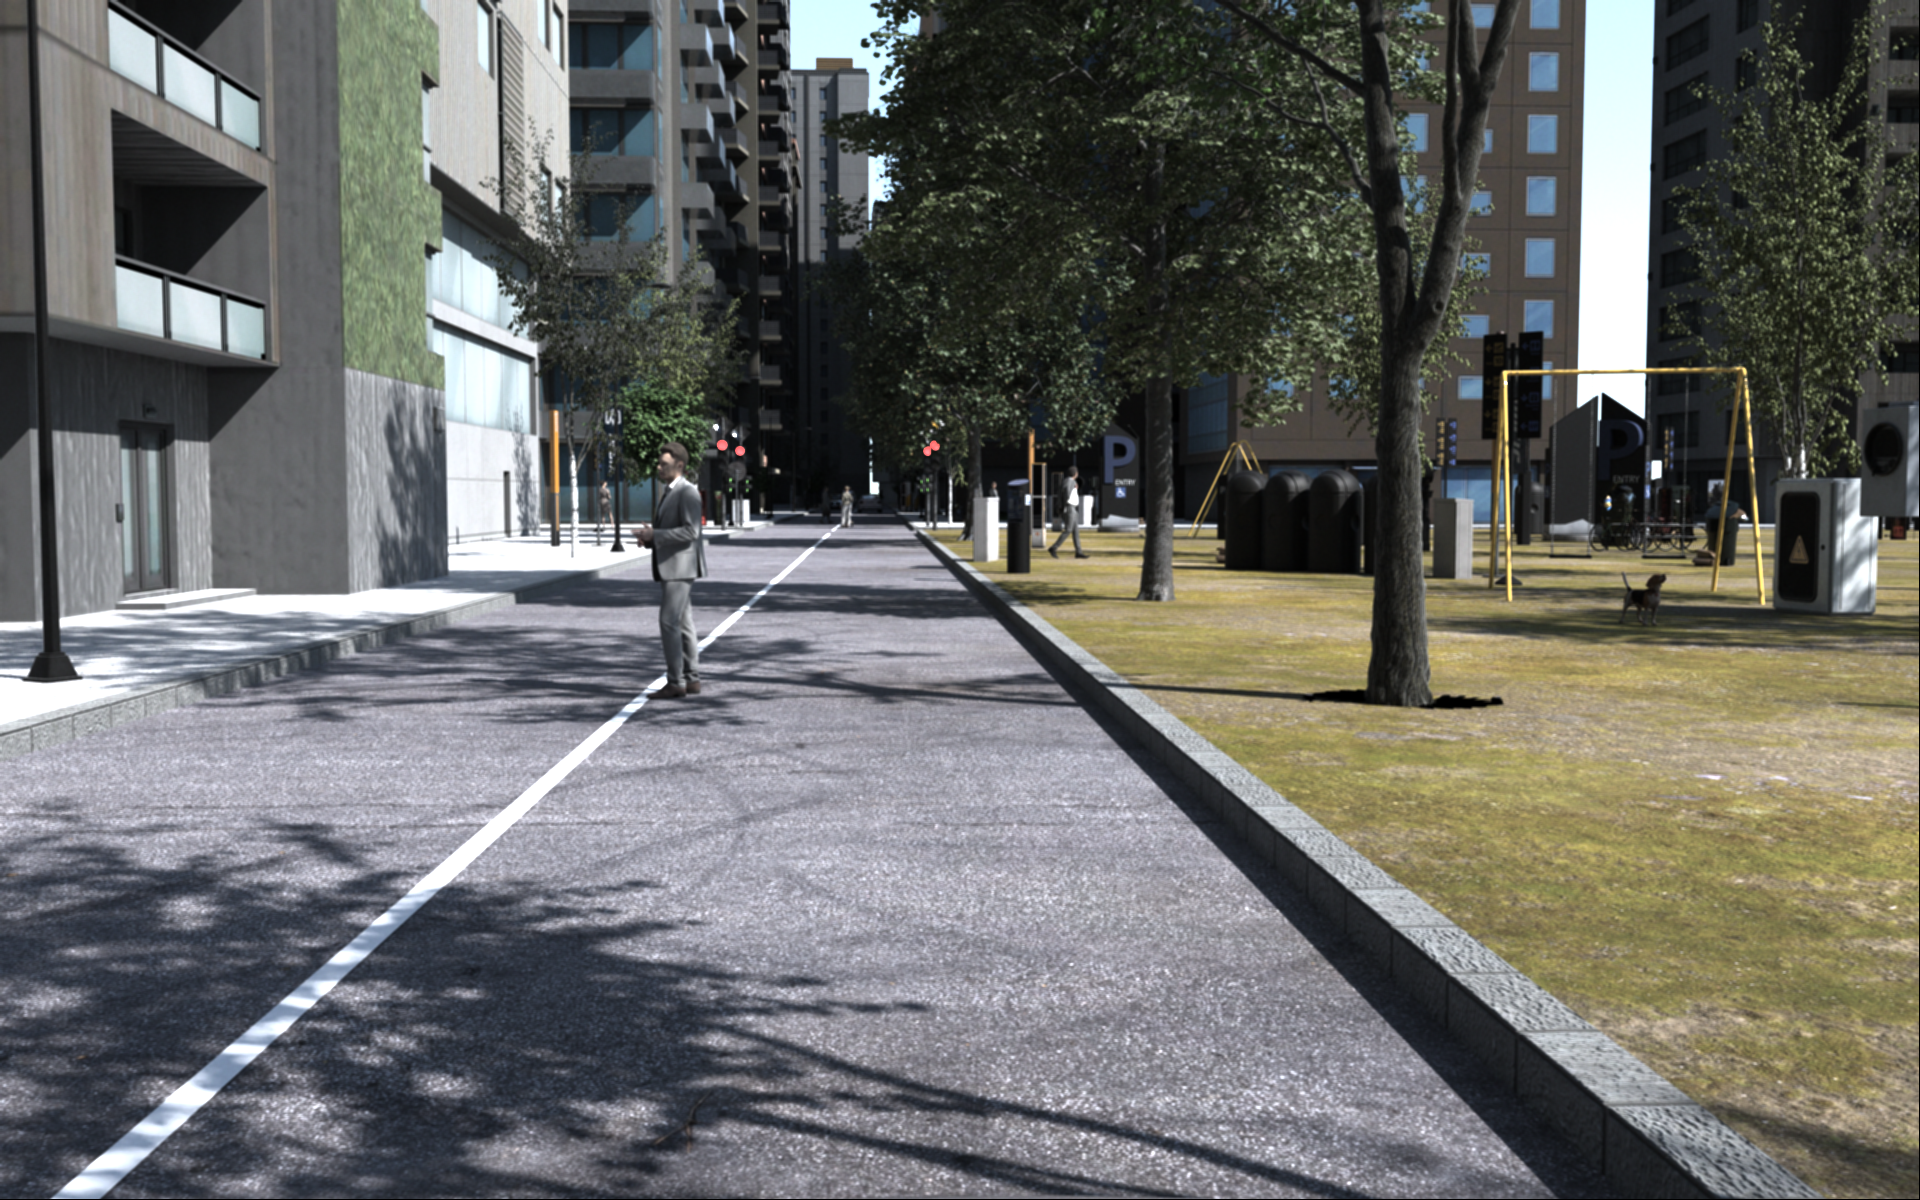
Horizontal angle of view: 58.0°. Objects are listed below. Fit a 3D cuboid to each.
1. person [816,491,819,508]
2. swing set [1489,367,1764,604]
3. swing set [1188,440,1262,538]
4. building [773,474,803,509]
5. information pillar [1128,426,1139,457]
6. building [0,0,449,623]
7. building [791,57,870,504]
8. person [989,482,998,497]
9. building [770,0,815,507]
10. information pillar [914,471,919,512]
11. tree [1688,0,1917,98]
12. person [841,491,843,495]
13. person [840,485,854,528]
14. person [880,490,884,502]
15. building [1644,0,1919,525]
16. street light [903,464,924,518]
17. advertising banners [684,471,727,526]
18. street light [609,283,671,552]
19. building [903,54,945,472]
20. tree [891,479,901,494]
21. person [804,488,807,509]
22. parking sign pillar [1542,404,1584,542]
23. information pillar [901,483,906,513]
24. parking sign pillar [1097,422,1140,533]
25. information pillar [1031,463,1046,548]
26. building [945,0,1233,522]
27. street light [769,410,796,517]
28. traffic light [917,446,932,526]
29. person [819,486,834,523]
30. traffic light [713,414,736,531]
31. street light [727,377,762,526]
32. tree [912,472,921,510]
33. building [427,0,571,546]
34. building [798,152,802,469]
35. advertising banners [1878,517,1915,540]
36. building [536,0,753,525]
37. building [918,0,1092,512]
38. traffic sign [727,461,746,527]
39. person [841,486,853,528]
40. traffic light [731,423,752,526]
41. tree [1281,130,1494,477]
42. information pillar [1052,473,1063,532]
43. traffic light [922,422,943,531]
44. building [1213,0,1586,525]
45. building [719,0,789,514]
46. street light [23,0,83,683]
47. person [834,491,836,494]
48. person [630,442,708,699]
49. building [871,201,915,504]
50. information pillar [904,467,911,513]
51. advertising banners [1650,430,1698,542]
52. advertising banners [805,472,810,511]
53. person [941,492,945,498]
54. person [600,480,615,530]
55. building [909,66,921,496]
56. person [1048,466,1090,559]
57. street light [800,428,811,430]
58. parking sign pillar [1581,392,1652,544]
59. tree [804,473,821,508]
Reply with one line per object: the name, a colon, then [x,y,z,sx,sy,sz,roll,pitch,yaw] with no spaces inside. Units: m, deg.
person: [-13.586,-9.723,165.020,0.705,1.822,1.348,0,4,-5]
swing set: [8.390,-1.474,21.727,3.119,2.851,2.862,1,4,13]
swing set: [8.317,-3.309,51.714,2.862,2.851,3.119,0,4,5]
building: [-30.587,-28.333,155.132,32.217,40.220,23.993,0,4,-3]
information pillar: [5.905,-4.146,59.148,0.183,3.616,0.504,-3,4,-37]
building: [-14.692,-20.498,18.730,14.154,41.232,14.086,0,4,-3]
building: [-26.391,-42.505,236.955,28.212,58.520,21.231,0,4,-3]
person: [1.506,-4.058,72.659,0.573,1.790,0.520,-3,5,-43]
building: [-25.432,-45.167,176.728,20.563,71.187,20.611,0,4,-3]
information pillar: [-3.160,-8.291,126.912,0.183,3.616,0.504,2,4,27]
tree: [12.978,-4.628,26.031,4.737,8.622,4.395,0,3,0]
person: [-11.087,-9.331,161.983,0.530,1.710,0.541,2,4,33]
person: [-4.798,-3.993,74.018,0.641,1.798,0.478,-2,4,-30]
person: [-8.407,-10.868,185.819,0.705,1.869,1.348,-1,4,-19]
building: [40.304,-18.656,76.722,14.107,30.474,14.160,0,4,-3]
street light: [-2.569,-7.249,91.058,1.470,5.913,1.316,0,4,-3]
advertising banners: [-10.465,-4.515,70.005,2.074,3.025,0.090,0,4,-4]
street light: [-7.040,-4.016,38.197,1.470,5.913,1.316,0,4,-3]
building: [7.861,-37.648,204.785,28.713,52.752,27.495,0,4,-3]
tree: [-7.823,-13.878,221.512,1.663,3.219,1.824,0,3,0]
person: [-12.646,-8.396,143.586,0.573,1.790,0.520,-2,4,-35]
parking sign pillar: [16.671,-3.595,47.255,1.447,3.967,1.447,0,4,-3]
information pillar: [-3.858,-6.995,118.861,0.304,2.012,0.304,1,4,11]
parking sign pillar: [5.317,-4.249,57.937,1.447,3.967,1.447,-1,4,-11]
information pillar: [1.869,-2.244,41.173,0.304,2.012,0.304,1,4,13]
building: [5.990,-27.163,94.221,14.600,45.320,14.200,0,4,-3]
street light: [-9.859,-7.504,95.239,1.470,5.913,1.316,0,4,-3]
traffic light: [-1.295,-4.889,68.851,0.839,4.253,0.868,0,4,-3]
person: [-6.507,-4.643,84.518,0.767,1.812,0.694,0,4,-8]
traffic light: [-8.253,-4.378,60.498,0.839,4.253,0.868,0,4,-3]
street light: [-8.562,-5.885,68.755,1.470,5.913,1.316,0,4,-3]
tree: [-3.308,-9.287,146.439,1.663,3.219,1.824,0,3,0]
building: [-24.970,-27.664,41.546,27.495,52.752,28.713,0,4,-3]
building: [-31.836,-33.709,205.774,28.867,44.769,22.147,0,4,-3]
advertising banners: [26.413,-3.212,48.712,0.090,3.025,2.074,-1,4,-23]
building: [-22.727,-28.399,83.927,23.786,49.044,30.456,0,4,-3]
building: [3.330,-30.887,155.107,14.600,45.320,14.200,0,4,-3]
traffic sign: [-8.727,-4.130,67.637,0.768,2.556,0.104,0,4,-1]
person: [-4.793,-3.913,73.021,0.519,1.759,0.362,-1,4,-22]
traffic light: [-8.647,-4.866,68.473,0.839,4.253,0.868,0,4,-3]
tree: [8.668,-5.136,34.334,4.737,8.622,4.395,0,3,0]
information pillar: [3.319,-3.339,59.082,0.304,2.012,0.304,1,4,18]
traffic light: [-0.901,-4.401,60.875,0.839,4.253,0.868,0,4,-3]
building: [18.087,-26.109,76.998,14.200,45.320,14.600,0,4,-3]
building: [-23.417,-28.565,121.661,22.147,44.769,28.867,0,4,-3]
street light: [-5.712,-2.400,11.778,1.470,5.913,1.316,0,4,-3]
person: [-12.055,-9.735,168.227,0.434,1.755,0.990,1,4,20]
person: [-2.096,-0.220,12.297,0.583,1.804,0.606,-2,4,-30]
building: [-5.079,-33.707,234.700,14.086,41.232,14.154,0,4,-3]
information pillar: [-3.640,-7.821,119.223,0.504,3.616,0.183,1,4,15]
advertising banners: [19.123,-3.102,46.901,0.090,3.025,2.074,-2,4,-24]
advertising banners: [-11.913,-8.519,135.475,0.090,3.025,2.074,0,4,4]
person: [-1.102,-8.668,147.778,1.348,1.823,0.705,-2,4,-29]
person: [-12.477,-3.344,61.053,0.599,1.781,0.374,1,4,9]
building: [5.815,-31.935,176.766,22.147,44.769,28.867,0,4,-3]
person: [2.176,-1.732,34.459,0.850,1.850,0.679,0,4,3]
street light: [-11.127,-9.120,121.661,1.470,5.913,1.316,0,4,-3]
parking sign pillar: [17.326,-3.473,45.248,1.447,3.967,1.447,3,5,42]
tree: [-13.532,-10.075,159.320,1.663,3.219,1.824,0,3,0]
